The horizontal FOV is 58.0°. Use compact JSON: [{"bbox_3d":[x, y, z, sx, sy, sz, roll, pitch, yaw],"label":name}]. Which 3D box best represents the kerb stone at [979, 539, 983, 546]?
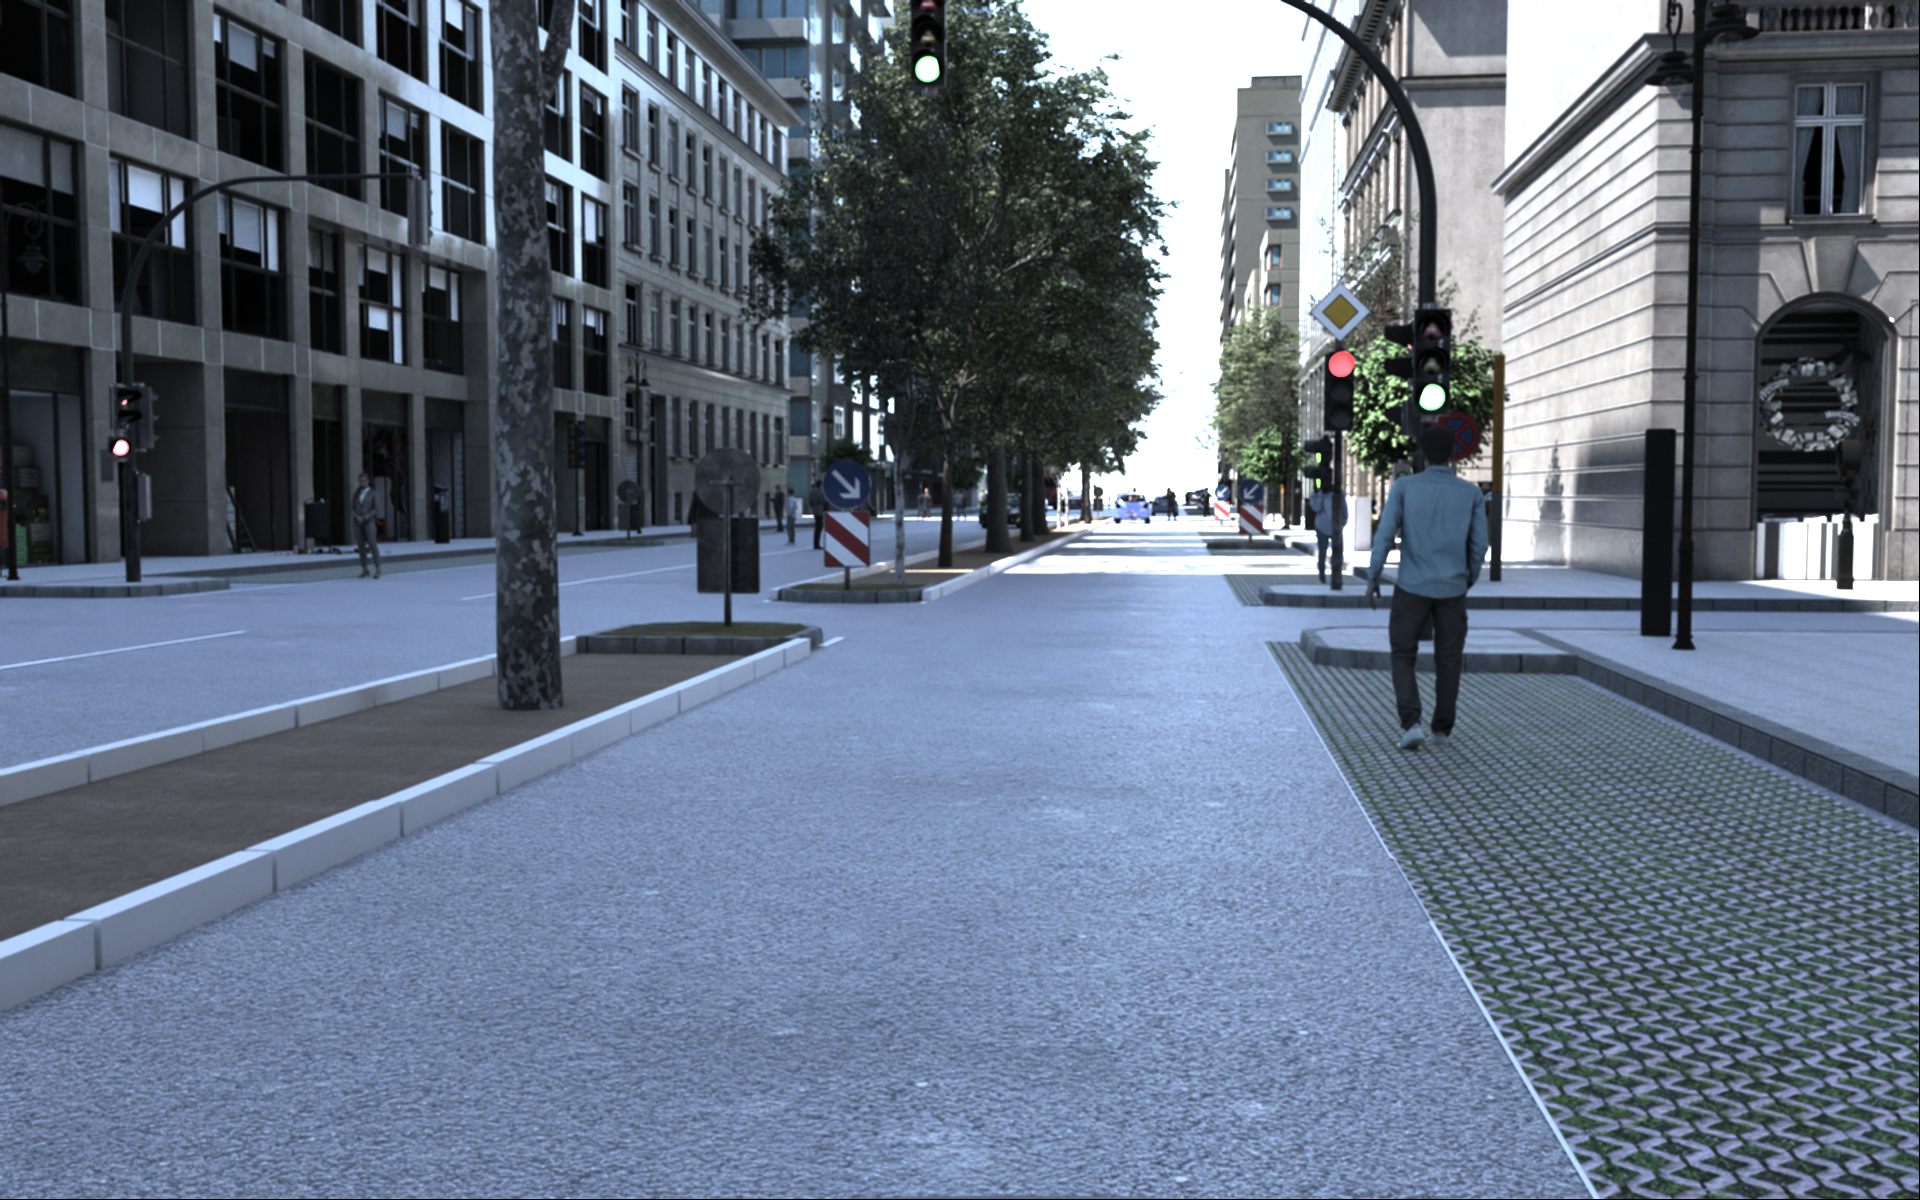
[{"bbox_3d":[0.438,-1.525,47.223,0.120,0.150,1.000,0,4,7],"label":"kerb stone"}]

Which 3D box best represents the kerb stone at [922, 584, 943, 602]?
[{"bbox_3d":[-0.385,-0.082,23.540,0.120,0.150,1.000,0,4,7],"label":"kerb stone"}]

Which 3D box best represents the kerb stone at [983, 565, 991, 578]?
[{"bbox_3d":[0.369,-0.455,29.636,0.120,0.150,1.000,0,4,7],"label":"kerb stone"}]

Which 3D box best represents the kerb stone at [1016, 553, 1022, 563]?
[{"bbox_3d":[1.133,-0.824,35.752,0.120,0.150,1.000,0,4,7],"label":"kerb stone"}]

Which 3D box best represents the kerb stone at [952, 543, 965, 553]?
[{"bbox_3d":[-0.066,-1.279,43.152,0.120,0.150,1.000,0,4,7],"label":"kerb stone"}]

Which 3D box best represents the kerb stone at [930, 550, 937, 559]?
[{"bbox_3d":[-0.693,-0.971,38.078,0.120,0.150,1.000,0,4,7],"label":"kerb stone"}]

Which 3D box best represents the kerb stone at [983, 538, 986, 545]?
[{"bbox_3d":[0.567,-1.593,48.242,0.120,0.150,1.000,0,4,7],"label":"kerb stone"}]

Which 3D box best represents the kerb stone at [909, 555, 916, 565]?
[{"bbox_3d":[-1.074,-0.784,35.026,0.120,0.150,1.000,0,4,7],"label":"kerb stone"}]

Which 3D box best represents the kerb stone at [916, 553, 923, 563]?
[{"bbox_3d":[-0.948,-0.843,36.040,0.120,0.150,1.000,0,4,7],"label":"kerb stone"}]

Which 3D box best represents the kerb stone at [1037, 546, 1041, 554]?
[{"bbox_3d":[1.764,-1.139,40.854,0.120,0.150,1.000,0,4,7],"label":"kerb stone"}]

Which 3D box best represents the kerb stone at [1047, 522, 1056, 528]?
[{"bbox_3d":[3.975,-3.272,75.718,0.120,0.150,1.000,0,4,7],"label":"kerb stone"}]

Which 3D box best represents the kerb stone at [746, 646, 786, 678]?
[{"bbox_3d":[-1.583,0.508,13.885,0.120,0.150,1.000,0,4,7],"label":"kerb stone"}]

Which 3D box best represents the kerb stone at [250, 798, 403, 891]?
[{"bbox_3d":[-2.460,0.945,6.748,0.120,0.150,1.000,0,4,7],"label":"kerb stone"}]

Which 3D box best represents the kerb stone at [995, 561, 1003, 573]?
[{"bbox_3d":[0.629,-0.576,31.663,0.120,0.150,1.000,0,4,7],"label":"kerb stone"}]

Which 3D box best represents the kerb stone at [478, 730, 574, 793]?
[{"bbox_3d":[-2.204,0.819,8.798,0.120,0.150,1.000,0,4,7],"label":"kerb stone"}]

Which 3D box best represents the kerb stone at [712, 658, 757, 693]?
[{"bbox_3d":[-1.708,0.571,12.861,0.120,0.150,1.000,0,4,7],"label":"kerb stone"}]

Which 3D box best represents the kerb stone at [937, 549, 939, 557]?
[{"bbox_3d":[-0.575,-1.033,39.094,0.120,0.150,1.000,0,4,7],"label":"kerb stone"}]

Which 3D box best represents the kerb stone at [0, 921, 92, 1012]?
[{"bbox_3d":[-2.722,1.071,4.718,0.120,0.150,1.000,0,4,7],"label":"kerb stone"}]

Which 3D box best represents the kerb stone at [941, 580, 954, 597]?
[{"bbox_3d":[-0.248,-0.144,24.554,0.120,0.150,1.000,0,4,7],"label":"kerb stone"}]

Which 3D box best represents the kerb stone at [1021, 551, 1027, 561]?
[{"bbox_3d":[1.260,-0.892,36.775,0.120,0.150,1.000,0,4,7],"label":"kerb stone"}]

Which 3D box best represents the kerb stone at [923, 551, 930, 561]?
[{"bbox_3d":[-0.820,-0.909,37.064,0.120,0.150,1.000,0,4,7],"label":"kerb stone"}]

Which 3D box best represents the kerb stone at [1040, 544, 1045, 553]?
[{"bbox_3d":[1.885,-1.195,41.870,0.120,0.150,1.000,0,4,7],"label":"kerb stone"}]

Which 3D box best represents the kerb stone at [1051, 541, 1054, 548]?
[{"bbox_3d":[2.276,-1.390,44.922,0.120,0.150,1.000,0,4,7],"label":"kerb stone"}]

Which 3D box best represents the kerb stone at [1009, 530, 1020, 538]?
[{"bbox_3d":[1.831,-2.217,58.438,0.120,0.150,1.000,0,4,7],"label":"kerb stone"}]

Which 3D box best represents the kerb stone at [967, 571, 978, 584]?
[{"bbox_3d":[0.125,-0.330,27.597,0.120,0.150,1.000,0,4,7],"label":"kerb stone"}]

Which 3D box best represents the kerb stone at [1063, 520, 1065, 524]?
[{"bbox_3d":[4.728,-3.642,81.818,0.120,0.150,1.000,0,4,7],"label":"kerb stone"}]

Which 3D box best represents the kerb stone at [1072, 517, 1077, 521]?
[{"bbox_3d":[5.989,-4.269,91.992,0.120,0.150,1.000,0,4,7],"label":"kerb stone"}]

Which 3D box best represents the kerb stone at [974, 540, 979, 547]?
[{"bbox_3d":[0.315,-1.465,46.209,0.120,0.150,1.000,0,4,7],"label":"kerb stone"}]

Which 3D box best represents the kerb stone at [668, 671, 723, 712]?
[{"bbox_3d":[-1.831,0.633,11.846,0.120,0.150,1.000,0,4,7],"label":"kerb stone"}]

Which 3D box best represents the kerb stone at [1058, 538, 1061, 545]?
[{"bbox_3d":[2.648,-1.577,47.973,0.120,0.150,1.000,0,4,7],"label":"kerb stone"}]

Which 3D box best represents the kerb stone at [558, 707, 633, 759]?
[{"bbox_3d":[-2.084,0.757,9.817,0.120,0.150,1.000,0,4,7],"label":"kerb stone"}]

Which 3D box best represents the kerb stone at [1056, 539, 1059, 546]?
[{"bbox_3d":[2.523,-1.515,46.959,0.120,0.150,1.000,0,4,7],"label":"kerb stone"}]

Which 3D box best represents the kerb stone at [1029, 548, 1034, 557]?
[{"bbox_3d":[1.509,-1.017,38.816,0.120,0.150,1.000,0,4,7],"label":"kerb stone"}]

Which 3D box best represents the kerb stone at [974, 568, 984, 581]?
[{"bbox_3d":[0.241,-0.392,28.612,0.120,0.150,1.000,0,4,7],"label":"kerb stone"}]

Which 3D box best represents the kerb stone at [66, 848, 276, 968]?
[{"bbox_3d":[-2.590,1.008,5.732,0.120,0.150,1.000,0,4,7],"label":"kerb stone"}]

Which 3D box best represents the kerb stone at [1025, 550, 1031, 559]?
[{"bbox_3d":[1.384,-0.953,37.792,0.120,0.150,1.000,0,4,7],"label":"kerb stone"}]

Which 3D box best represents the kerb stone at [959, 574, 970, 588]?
[{"bbox_3d":[-0.003,-0.265,26.583,0.120,0.150,1.000,0,4,7],"label":"kerb stone"}]

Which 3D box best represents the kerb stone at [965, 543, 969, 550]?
[{"bbox_3d":[0.056,-1.340,44.177,0.120,0.150,1.000,0,4,7],"label":"kerb stone"}]

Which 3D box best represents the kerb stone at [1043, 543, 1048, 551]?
[{"bbox_3d":[2.015,-1.266,42.889,0.120,0.150,1.000,0,4,7],"label":"kerb stone"}]

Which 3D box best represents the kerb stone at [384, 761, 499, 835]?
[{"bbox_3d":[-2.331,0.888,7.767,0.120,0.150,1.000,0,4,7],"label":"kerb stone"}]

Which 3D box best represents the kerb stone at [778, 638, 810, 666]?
[{"bbox_3d":[-1.451,0.446,14.902,0.120,0.150,1.000,0,4,7],"label":"kerb stone"}]

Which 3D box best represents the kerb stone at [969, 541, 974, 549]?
[{"bbox_3d":[0.190,-1.403,45.190,0.120,0.150,1.000,0,4,7],"label":"kerb stone"}]

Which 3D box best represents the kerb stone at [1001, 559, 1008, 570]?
[{"bbox_3d":[0.748,-0.642,32.685,0.120,0.150,1.000,0,4,7],"label":"kerb stone"}]

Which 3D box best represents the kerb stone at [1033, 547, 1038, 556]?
[{"bbox_3d":[1.635,-1.079,39.839,0.120,0.150,1.000,0,4,7],"label":"kerb stone"}]

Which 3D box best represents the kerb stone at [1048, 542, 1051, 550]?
[{"bbox_3d":[2.136,-1.328,43.906,0.120,0.150,1.000,0,4,7],"label":"kerb stone"}]

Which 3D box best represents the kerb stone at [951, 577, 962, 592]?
[{"bbox_3d":[-0.122,-0.206,25.568,0.120,0.150,1.000,0,4,7],"label":"kerb stone"}]

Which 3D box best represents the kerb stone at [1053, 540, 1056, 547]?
[{"bbox_3d":[2.389,-1.452,45.938,0.120,0.150,1.000,0,4,7],"label":"kerb stone"}]

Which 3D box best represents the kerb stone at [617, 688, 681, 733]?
[{"bbox_3d":[-1.961,0.695,10.832,0.120,0.150,1.000,0,4,7],"label":"kerb stone"}]

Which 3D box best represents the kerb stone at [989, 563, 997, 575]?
[{"bbox_3d":[0.507,-0.517,30.648,0.120,0.150,1.000,0,4,7],"label":"kerb stone"}]

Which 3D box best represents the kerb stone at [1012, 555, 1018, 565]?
[{"bbox_3d":[1.004,-0.765,34.733,0.120,0.150,1.000,0,4,7],"label":"kerb stone"}]

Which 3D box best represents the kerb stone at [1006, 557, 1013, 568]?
[{"bbox_3d":[0.876,-0.704,33.707,0.120,0.150,1.000,0,4,7],"label":"kerb stone"}]
